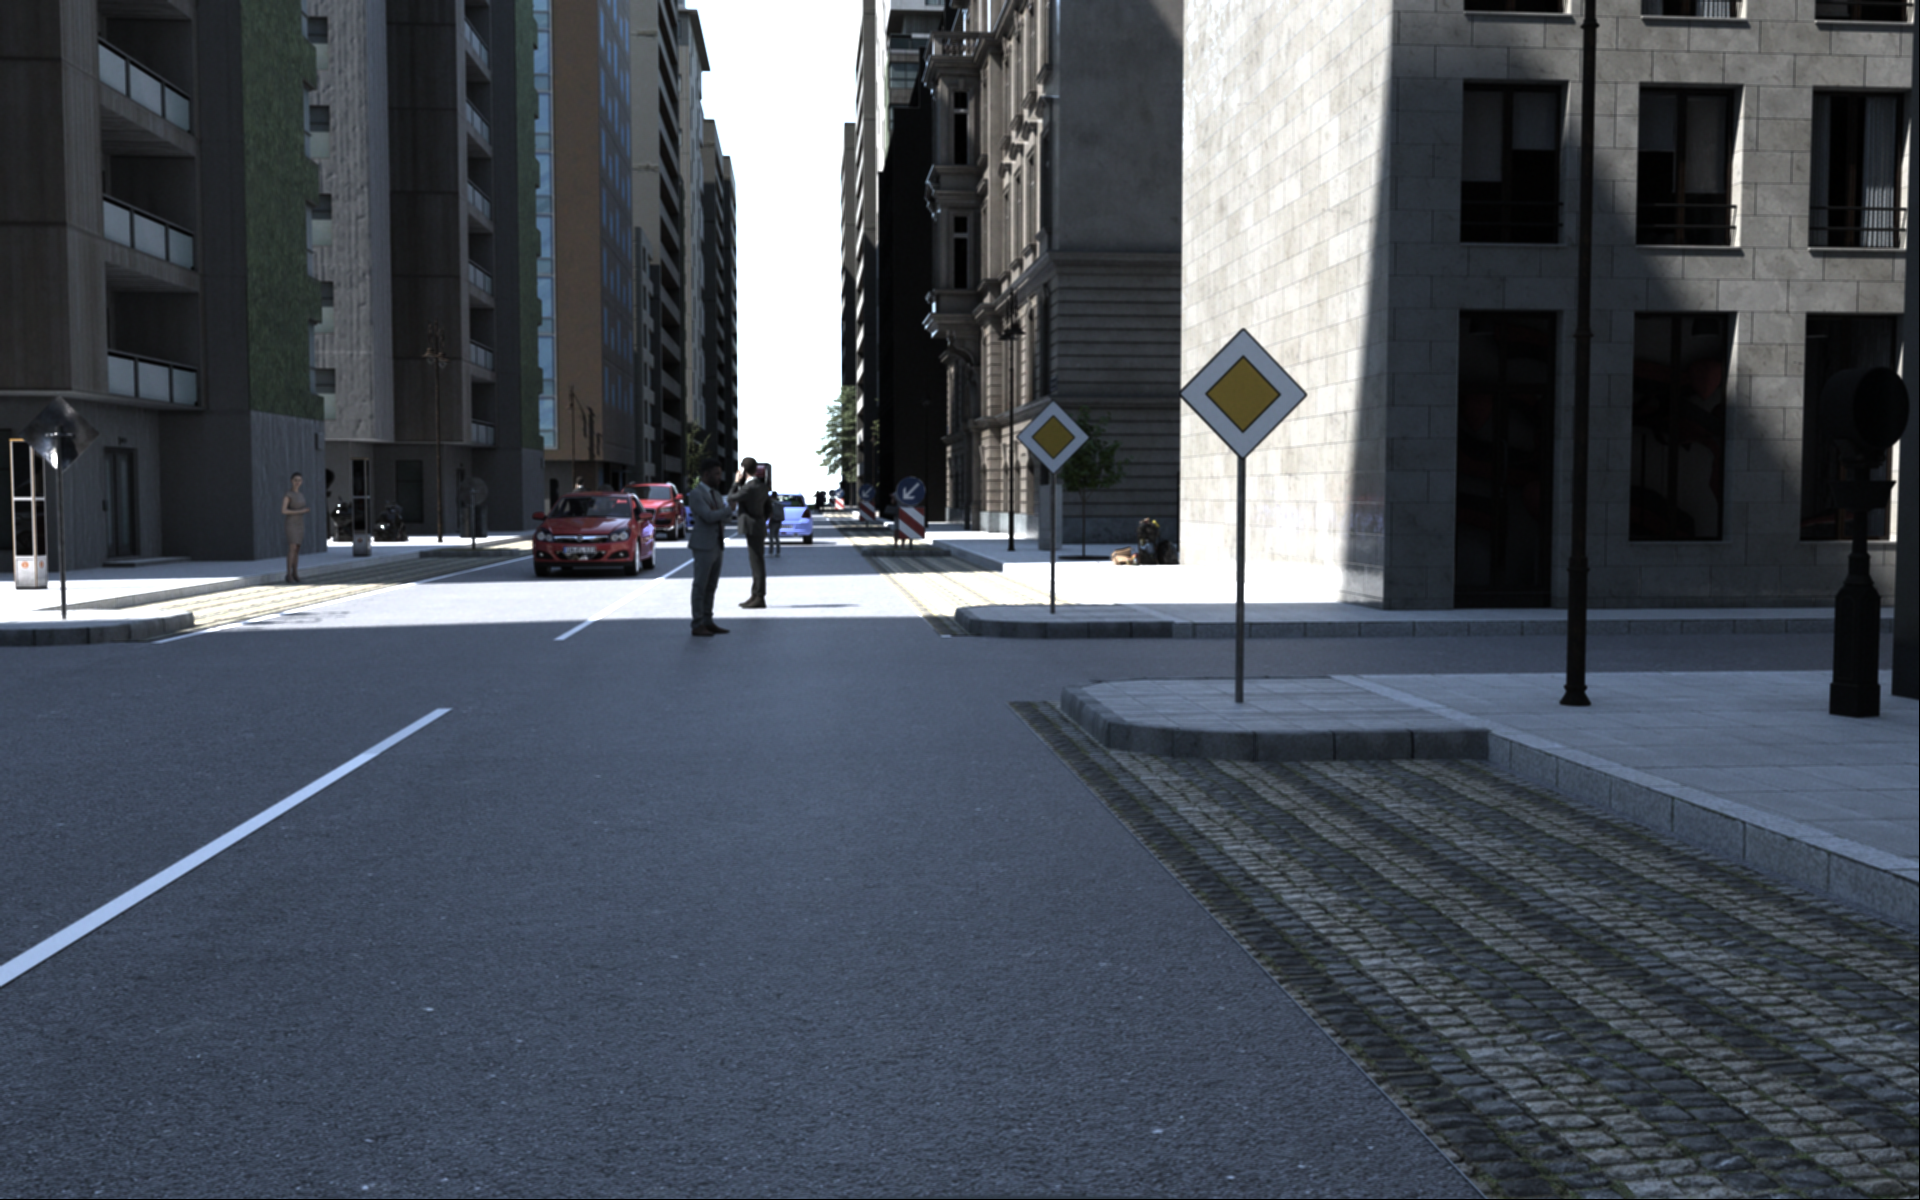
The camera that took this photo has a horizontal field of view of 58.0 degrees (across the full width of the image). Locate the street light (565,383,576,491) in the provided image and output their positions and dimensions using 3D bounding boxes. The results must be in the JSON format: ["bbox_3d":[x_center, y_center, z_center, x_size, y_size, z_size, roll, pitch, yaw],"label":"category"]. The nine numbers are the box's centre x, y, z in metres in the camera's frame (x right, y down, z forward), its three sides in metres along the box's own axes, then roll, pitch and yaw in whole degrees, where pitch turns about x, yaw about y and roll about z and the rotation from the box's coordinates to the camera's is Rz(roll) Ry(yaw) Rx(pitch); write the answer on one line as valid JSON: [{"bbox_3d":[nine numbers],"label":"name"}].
[{"bbox_3d":[-16.202,-6.103,72.579,0.468,5.910,1.993,0,4,-5],"label":"street light"}]

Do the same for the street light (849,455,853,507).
[{"bbox_3d":[-10.638,-12.015,169.238,0.468,5.910,1.993,0,4,-5],"label":"street light"}]

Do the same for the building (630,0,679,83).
[{"bbox_3d":[-32.522,-30.970,130.068,21.300,48.544,21.600,0,4,-5],"label":"building"}]

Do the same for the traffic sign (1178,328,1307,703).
[{"bbox_3d":[1.717,-0.426,10.601,0.795,2.450,0.064,0,4,-5],"label":"traffic sign"}]

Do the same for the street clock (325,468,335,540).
[{"bbox_3d":[-17.875,-2.706,48.806,0.471,2.002,0.358,0,4,-7],"label":"street clock"}]

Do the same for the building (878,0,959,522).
[{"bbox_3d":[2.444,-15.694,86.282,12.332,23.373,15.834,0,4,-5],"label":"building"}]

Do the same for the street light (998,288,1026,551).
[{"bbox_3d":[1.159,-4.047,38.951,0.468,5.910,1.993,0,4,-5],"label":"street light"}]

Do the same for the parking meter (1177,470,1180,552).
[{"bbox_3d":[4.950,-1.982,38.112,0.255,1.863,0.399,2,4,26],"label":"parking meter"}]

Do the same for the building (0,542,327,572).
[{"bbox_3d":[-20.383,-21.166,29.661,14.154,41.232,14.086,0,4,-5],"label":"building"}]

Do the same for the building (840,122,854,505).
[{"bbox_3d":[-3.999,-36.254,216.455,21.300,48.544,21.600,0,4,-5],"label":"building"}]

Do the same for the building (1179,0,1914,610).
[{"bbox_3d":[12.574,-10.376,24.398,16.860,20.320,10.420,0,4,-5],"label":"building"}]

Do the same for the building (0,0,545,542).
[{"bbox_3d":[-21.909,-22.787,56.159,14.154,41.232,14.086,0,4,-5],"label":"building"}]

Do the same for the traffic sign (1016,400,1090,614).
[{"bbox_3d":[0.993,-0.912,18.553,0.795,2.450,0.064,0,4,-5],"label":"traffic sign"}]

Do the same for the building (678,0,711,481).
[{"bbox_3d":[-41.827,-36.587,187.430,28.713,52.752,27.495,0,4,-5],"label":"building"}]

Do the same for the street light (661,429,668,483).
[{"bbox_3d":[-20.627,-9.058,120.878,0.468,5.910,1.993,0,4,-5],"label":"street light"}]

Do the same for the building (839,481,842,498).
[{"bbox_3d":[-0.657,-33.561,240.602,32.217,40.220,23.993,0,4,-5],"label":"building"}]

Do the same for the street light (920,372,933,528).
[{"bbox_3d":[-1.281,-5.698,65.949,0.468,5.910,1.993,0,4,-5],"label":"street light"}]

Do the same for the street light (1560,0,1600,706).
[{"bbox_3d":[3.752,-2.299,10.383,0.468,5.910,1.993,0,4,-5],"label":"street light"}]

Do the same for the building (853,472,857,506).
[{"bbox_3d":[-1.819,-46.272,194.795,20.563,71.187,20.611,0,4,-5],"label":"building"}]

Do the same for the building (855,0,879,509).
[{"bbox_3d":[1.430,-32.740,159.004,21.300,48.544,21.600,0,4,-5],"label":"building"}]

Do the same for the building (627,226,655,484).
[{"bbox_3d":[-33.855,-15.928,105.466,27.650,21.520,28.899,0,4,-5],"label":"building"}]

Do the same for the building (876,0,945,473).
[{"bbox_3d":[7.431,-33.369,134.817,28.713,52.752,27.495,0,4,-5],"label":"building"}]

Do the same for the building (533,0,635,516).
[{"bbox_3d":[-22.554,-26.181,78.169,14.600,45.320,14.200,0,4,-5],"label":"building"}]

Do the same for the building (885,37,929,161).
[{"bbox_3d":[2.018,-20.945,114.159,14.160,30.474,14.107,0,4,-5],"label":"building"}]

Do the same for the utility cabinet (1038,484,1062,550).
[{"bbox_3d":[2.072,-1.904,39.812,0.318,1.500,1.173,1,4,16],"label":"utility cabinet"}]

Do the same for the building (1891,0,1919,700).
[{"bbox_3d":[17.504,-23.021,0.102,21.300,48.544,21.600,0,4,-5],"label":"building"}]

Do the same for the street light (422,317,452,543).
[{"bbox_3d":[-13.702,-4.446,45.479,0.468,5.910,1.993,0,4,-5],"label":"street light"}]

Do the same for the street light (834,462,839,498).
[{"bbox_3d":[-18.250,-17.092,252.235,0.468,5.910,1.993,0,4,-5],"label":"street light"}]

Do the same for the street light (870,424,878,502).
[{"bbox_3d":[-5.732,-8.694,114.927,0.468,5.910,1.993,0,4,-5],"label":"street light"}]

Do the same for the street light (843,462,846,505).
[{"bbox_3d":[-13.206,-13.748,197.569,0.468,5.910,1.993,0,4,-5],"label":"street light"}]

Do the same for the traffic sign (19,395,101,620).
[{"bbox_3d":[-9.161,-0.857,17.654,0.795,2.450,0.064,0,4,-5],"label":"traffic sign"}]

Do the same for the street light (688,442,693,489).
[{"bbox_3d":[-23.095,-10.766,148.806,0.468,5.910,1.993,0,4,-5],"label":"street light"}]

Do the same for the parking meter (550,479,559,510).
[{"bbox_3d":[-15.623,-3.732,66.724,0.255,1.863,0.399,0,4,2],"label":"parking meter"}]

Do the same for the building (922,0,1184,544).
[{"bbox_3d":[6.019,-14.783,60.786,14.460,24.649,34.723,0,4,-5],"label":"building"}]

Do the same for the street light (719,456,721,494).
[{"bbox_3d":[-28.274,-14.148,204.105,0.468,5.910,1.993,0,4,-5],"label":"street light"}]

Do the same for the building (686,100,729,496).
[{"bbox_3d":[-40.163,-36.032,212.830,21.300,48.544,21.600,0,4,-5],"label":"building"}]

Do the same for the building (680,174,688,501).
[{"bbox_3d":[-31.108,-23.080,149.060,14.160,30.474,14.107,0,4,-5],"label":"building"}]

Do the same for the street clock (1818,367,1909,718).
[{"bbox_3d":[5.186,-0.331,9.983,0.471,2.002,0.358,-2,4,-24],"label":"street clock"}]

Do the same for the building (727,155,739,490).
[{"bbox_3d":[-41.223,-37.362,234.572,21.300,48.544,21.600,0,4,-5],"label":"building"}]

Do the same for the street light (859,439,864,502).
[{"bbox_3d":[-8.129,-10.359,142.151,0.468,5.910,1.993,0,4,-5],"label":"street light"}]
